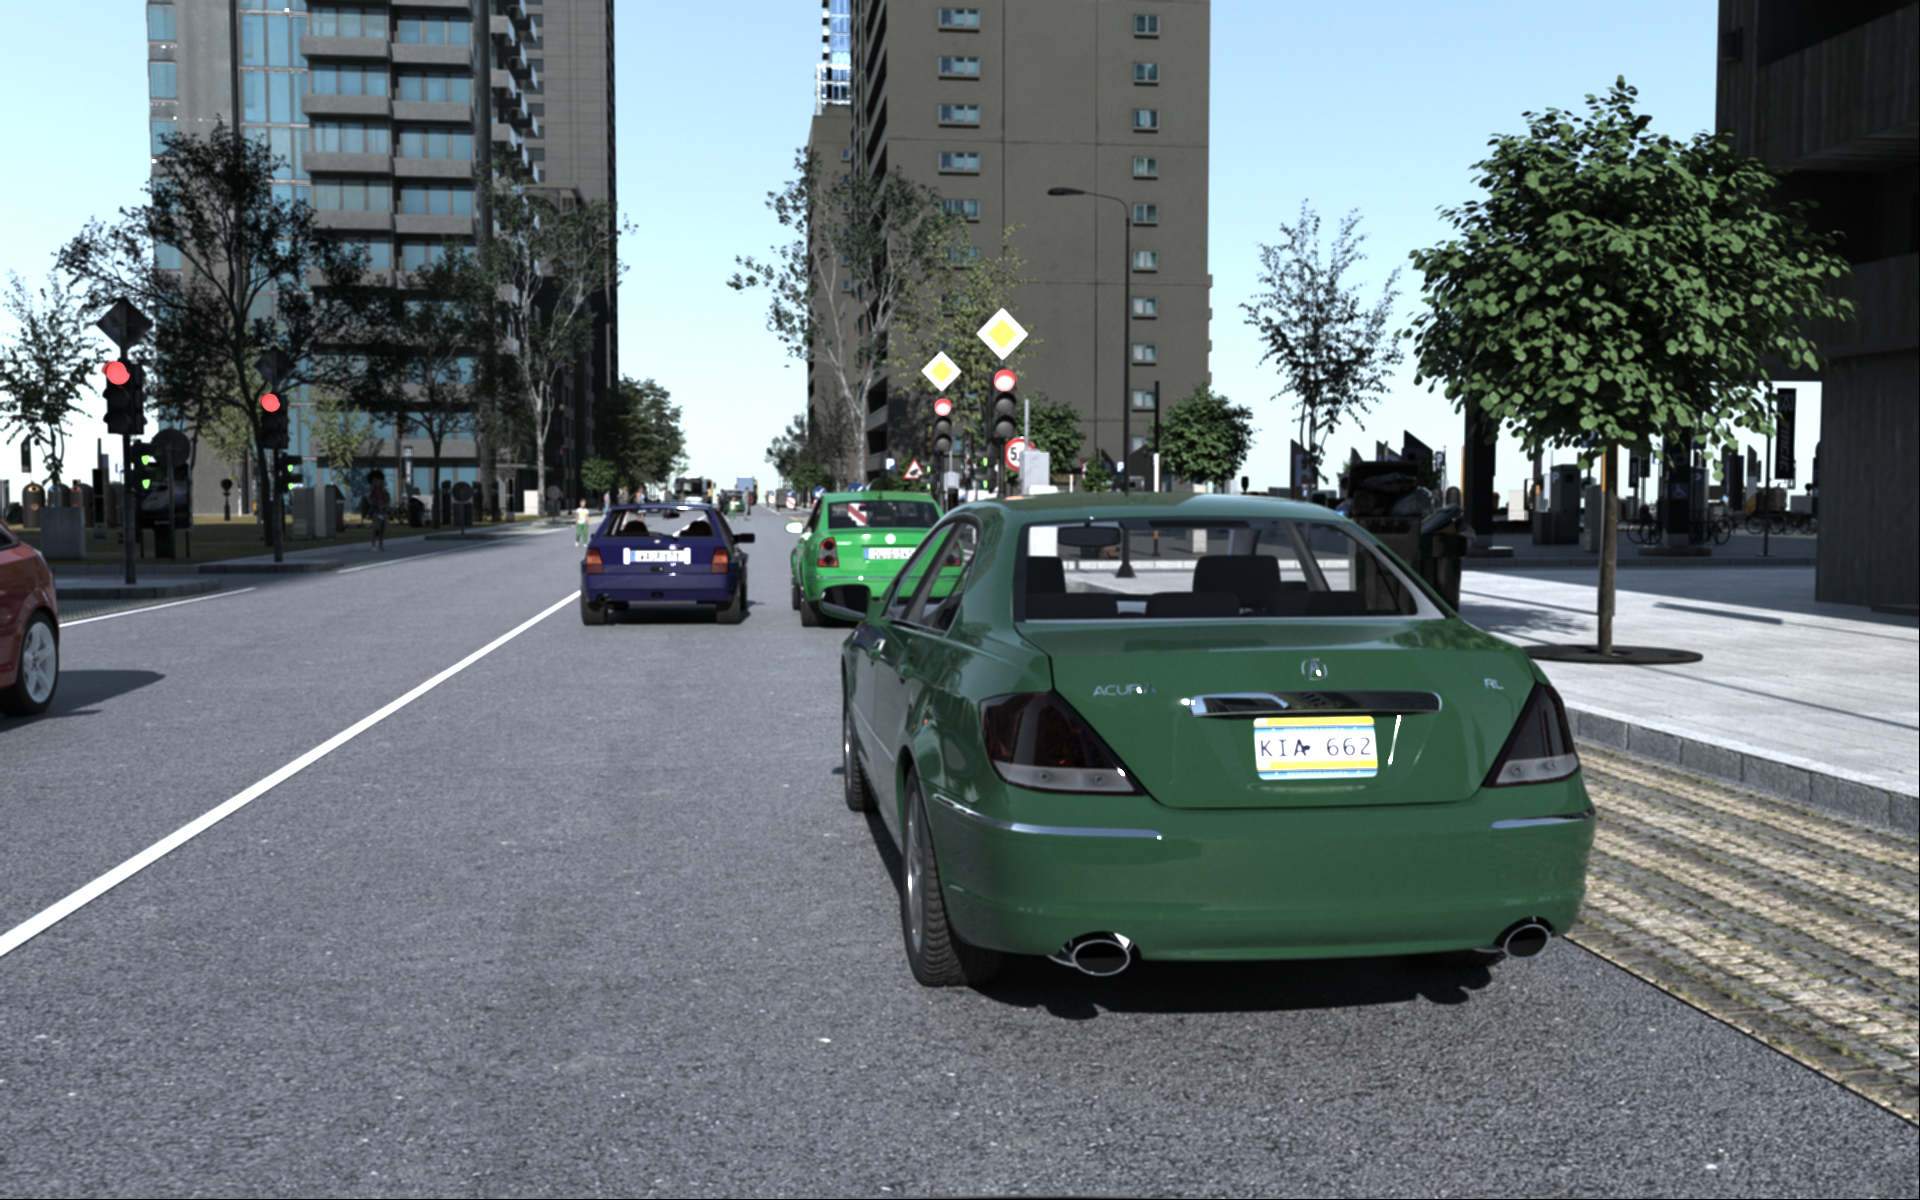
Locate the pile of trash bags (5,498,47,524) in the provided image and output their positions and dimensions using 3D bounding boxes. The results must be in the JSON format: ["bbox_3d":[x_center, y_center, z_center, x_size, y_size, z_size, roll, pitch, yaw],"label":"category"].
[{"bbox_3d":[-39.990,-3.920,73.838,1.912,1.369,3.447,2,4,24],"label":"pile of trash bags"}]

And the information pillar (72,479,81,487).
[{"bbox_3d":[-43.548,-4.949,85.409,0.304,2.012,0.304,0,4,-8],"label":"information pillar"}]

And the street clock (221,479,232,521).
[{"bbox_3d":[-35.142,-4.798,83.020,0.358,2.002,0.471,2,4,32],"label":"street clock"}]

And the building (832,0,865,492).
[{"bbox_3d":[-2.232,-44.852,171.579,20.563,71.187,20.611,0,4,-7],"label":"building"}]

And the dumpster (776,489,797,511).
[{"bbox_3d":[-15.059,-8.674,150.037,1.865,1.857,1.264,0,4,-8],"label":"dumpster"}]

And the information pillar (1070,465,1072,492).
[{"bbox_3d":[4.709,-5.020,73.430,0.183,3.616,0.504,0,4,1],"label":"information pillar"}]

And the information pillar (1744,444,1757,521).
[{"bbox_3d":[37.038,-5.488,81.079,0.183,3.616,0.504,-2,4,-26],"label":"information pillar"}]

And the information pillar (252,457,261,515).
[{"bbox_3d":[-42.389,-6.915,104.408,0.504,3.616,0.183,-3,5,-40],"label":"information pillar"}]

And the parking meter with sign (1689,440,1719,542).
[{"bbox_3d":[20.179,-3.119,47.257,0.543,3.016,1.738,2,4,32],"label":"parking meter with sign"}]

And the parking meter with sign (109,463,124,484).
[{"bbox_3d":[-48.331,-6.288,99.062,1.738,3.016,0.543,3,5,41],"label":"parking meter with sign"}]

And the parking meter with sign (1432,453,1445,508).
[{"bbox_3d":[19.710,-4.739,73.735,1.738,3.016,0.543,-1,4,-16],"label":"parking meter with sign"}]

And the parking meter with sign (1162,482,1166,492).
[{"bbox_3d":[12.828,-7.016,110.970,1.738,3.016,0.543,-1,4,-17],"label":"parking meter with sign"}]

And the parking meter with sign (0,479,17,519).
[{"bbox_3d":[-49.146,-5.656,88.731,1.738,3.016,0.543,0,4,3],"label":"parking meter with sign"}]

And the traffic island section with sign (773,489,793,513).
[{"bbox_3d":[-13.077,-7.573,132.452,1.989,1.847,2.006,0,4,-7],"label":"traffic island section with sign"}]

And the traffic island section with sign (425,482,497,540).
[{"bbox_3d":[-15.653,-2.802,54.446,1.989,1.847,2.006,0,4,-7],"label":"traffic island section with sign"}]

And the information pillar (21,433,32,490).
[{"bbox_3d":[-36.068,-4.624,66.953,0.504,3.616,0.183,2,4,26],"label":"information pillar"}]

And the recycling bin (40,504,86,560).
[{"bbox_3d":[-17.555,-1.306,33.909,0.722,1.027,0.722,-1,4,-22],"label":"recycling bin"}]

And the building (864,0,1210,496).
[{"bbox_3d":[4.653,-30.474,121.947,21.300,48.544,21.600,0,4,-7],"label":"building"}]

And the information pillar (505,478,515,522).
[{"bbox_3d":[-20.845,-4.633,80.242,0.304,2.012,0.304,-2,4,-35],"label":"information pillar"}]

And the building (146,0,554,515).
[{"bbox_3d":[-41.576,-30.622,120.286,23.786,49.044,30.456,0,4,-7],"label":"building"}]

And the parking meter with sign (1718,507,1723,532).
[{"bbox_3d":[24.668,-3.772,57.936,1.738,3.016,0.543,-1,4,-13],"label":"parking meter with sign"}]

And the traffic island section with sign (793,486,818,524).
[{"bbox_3d":[-6.926,-4.592,83.709,1.989,1.847,2.006,0,4,-7],"label":"traffic island section with sign"}]

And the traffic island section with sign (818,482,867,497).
[{"bbox_3d":[-3.541,-2.956,56.966,1.989,1.847,2.006,0,4,-7],"label":"traffic island section with sign"}]

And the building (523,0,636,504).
[{"bbox_3d":[-52.876,-48.069,224.177,20.563,71.187,20.611,0,4,-7],"label":"building"}]

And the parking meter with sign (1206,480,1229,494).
[{"bbox_3d":[13.044,-5.523,86.562,1.738,3.016,0.543,-1,4,-23],"label":"parking meter with sign"}]

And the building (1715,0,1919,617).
[{"bbox_3d":[15.870,-15.036,17.534,14.160,30.474,14.107,0,4,-7],"label":"building"}]

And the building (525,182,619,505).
[{"bbox_3d":[-56.115,-31.217,202.278,32.217,40.220,23.993,0,4,-7],"label":"building"}]

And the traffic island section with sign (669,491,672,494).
[{"bbox_3d":[-39.057,-14.139,239.805,1.989,1.847,2.006,0,4,-7],"label":"traffic island section with sign"}]

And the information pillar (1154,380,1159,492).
[{"bbox_3d":[4.027,-2.699,35.491,0.183,3.616,0.504,0,4,6],"label":"information pillar"}]

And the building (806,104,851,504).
[{"bbox_3d":[-7.720,-36.040,212.961,21.300,48.544,21.600,0,4,-7],"label":"building"}]

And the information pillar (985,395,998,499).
[{"bbox_3d":[0.788,-3.035,40.977,0.504,3.616,0.183,-3,5,-39],"label":"information pillar"}]

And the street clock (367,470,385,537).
[{"bbox_3d":[-17.589,-2.915,52.223,0.471,2.002,0.358,0,4,-4],"label":"street clock"}]

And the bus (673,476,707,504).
[{"bbox_3d":[-26.014,-10.572,167.706,2.948,3.499,13.247,0,4,-6],"label":"bus"}]

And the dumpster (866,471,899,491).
[{"bbox_3d":[-3.227,-4.346,73.545,1.502,2.255,1.985,0,4,-7],"label":"dumpster"}]

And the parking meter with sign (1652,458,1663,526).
[{"bbox_3d":[27.788,-4.391,68.052,0.543,3.016,1.738,0,4,1],"label":"parking meter with sign"}]

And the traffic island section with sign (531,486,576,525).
[{"bbox_3d":[-19.021,-4.438,81.191,1.989,1.847,2.006,0,4,-7],"label":"traffic island section with sign"}]

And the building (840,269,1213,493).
[{"bbox_3d":[4.326,-18.592,149.016,27.650,21.520,28.899,0,4,-7],"label":"building"}]

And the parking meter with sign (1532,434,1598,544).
[{"bbox_3d":[15.524,-2.950,44.493,1.738,3.016,0.543,-2,4,-25],"label":"parking meter with sign"}]

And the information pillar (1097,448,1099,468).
[{"bbox_3d":[6.965,-5.879,87.476,0.183,3.616,0.504,1,4,8],"label":"information pillar"}]

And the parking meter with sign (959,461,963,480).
[{"bbox_3d":[-0.318,-5.247,82.045,0.543,3.016,1.738,3,5,42],"label":"parking meter with sign"}]

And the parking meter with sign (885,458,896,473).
[{"bbox_3d":[-3.061,-5.448,85.328,0.543,3.016,1.738,1,4,23],"label":"parking meter with sign"}]

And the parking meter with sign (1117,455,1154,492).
[{"bbox_3d":[7.457,-4.733,73.648,1.738,3.016,0.543,2,4,26],"label":"parking meter with sign"}]

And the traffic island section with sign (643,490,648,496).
[{"bbox_3d":[-28.818,-9.181,158.730,1.989,1.847,2.006,0,4,-7],"label":"traffic island section with sign"}]

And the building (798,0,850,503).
[{"bbox_3d":[-12.103,-57.451,251.995,22.319,86.520,31.000,0,4,-7],"label":"building"}]

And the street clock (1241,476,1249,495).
[{"bbox_3d":[11.714,-4.077,71.226,0.358,2.002,0.471,1,4,19],"label":"street clock"}]

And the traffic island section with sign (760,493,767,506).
[{"bbox_3d":[-26.925,-14.283,242.158,1.989,1.847,2.006,0,4,-7],"label":"traffic island section with sign"}]

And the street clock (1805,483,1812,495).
[{"bbox_3d":[56.635,-6.790,115.583,0.358,2.002,0.471,-1,4,-21],"label":"street clock"}]

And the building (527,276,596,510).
[{"bbox_3d":[-47.052,-18.670,150.293,27.650,21.520,28.899,0,4,-7],"label":"building"}]

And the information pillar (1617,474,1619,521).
[{"bbox_3d":[24.290,-3.667,64.452,0.304,2.012,0.304,0,4,4],"label":"information pillar"}]

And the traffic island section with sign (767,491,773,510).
[{"bbox_3d":[-16.450,-9.209,159.196,1.989,1.847,2.006,0,4,-7],"label":"traffic island section with sign"}]

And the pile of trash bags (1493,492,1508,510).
[{"bbox_3d":[29.250,-4.968,90.983,1.912,1.369,3.447,-3,5,-39],"label":"pile of trash bags"}]

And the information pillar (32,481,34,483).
[{"bbox_3d":[-50.905,-5.534,94.971,0.304,2.012,0.304,-2,4,-29],"label":"information pillar"}]

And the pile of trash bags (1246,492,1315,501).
[{"bbox_3d":[13.342,-3.749,71.053,1.912,1.369,3.447,-2,4,-32],"label":"pile of trash bags"}]

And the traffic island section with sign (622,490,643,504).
[{"bbox_3d":[-25.434,-7.545,131.988,1.989,1.847,2.006,0,4,-7],"label":"traffic island section with sign"}]

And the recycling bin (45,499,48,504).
[{"bbox_3d":[-48.040,-4.793,90.927,0.722,1.027,0.722,1,4,13],"label":"recycling bin"}]

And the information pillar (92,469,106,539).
[{"bbox_3d":[-24.848,-2.783,49.996,0.304,2.012,0.304,-1,4,-22],"label":"information pillar"}]

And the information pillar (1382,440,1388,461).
[{"bbox_3d":[18.469,-5.135,75.317,0.183,3.616,0.504,2,4,34],"label":"information pillar"}]

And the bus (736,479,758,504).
[{"bbox_3d":[-31.032,-15.966,252.587,2.896,3.916,12.252,-1,4,-9],"label":"bus"}]
